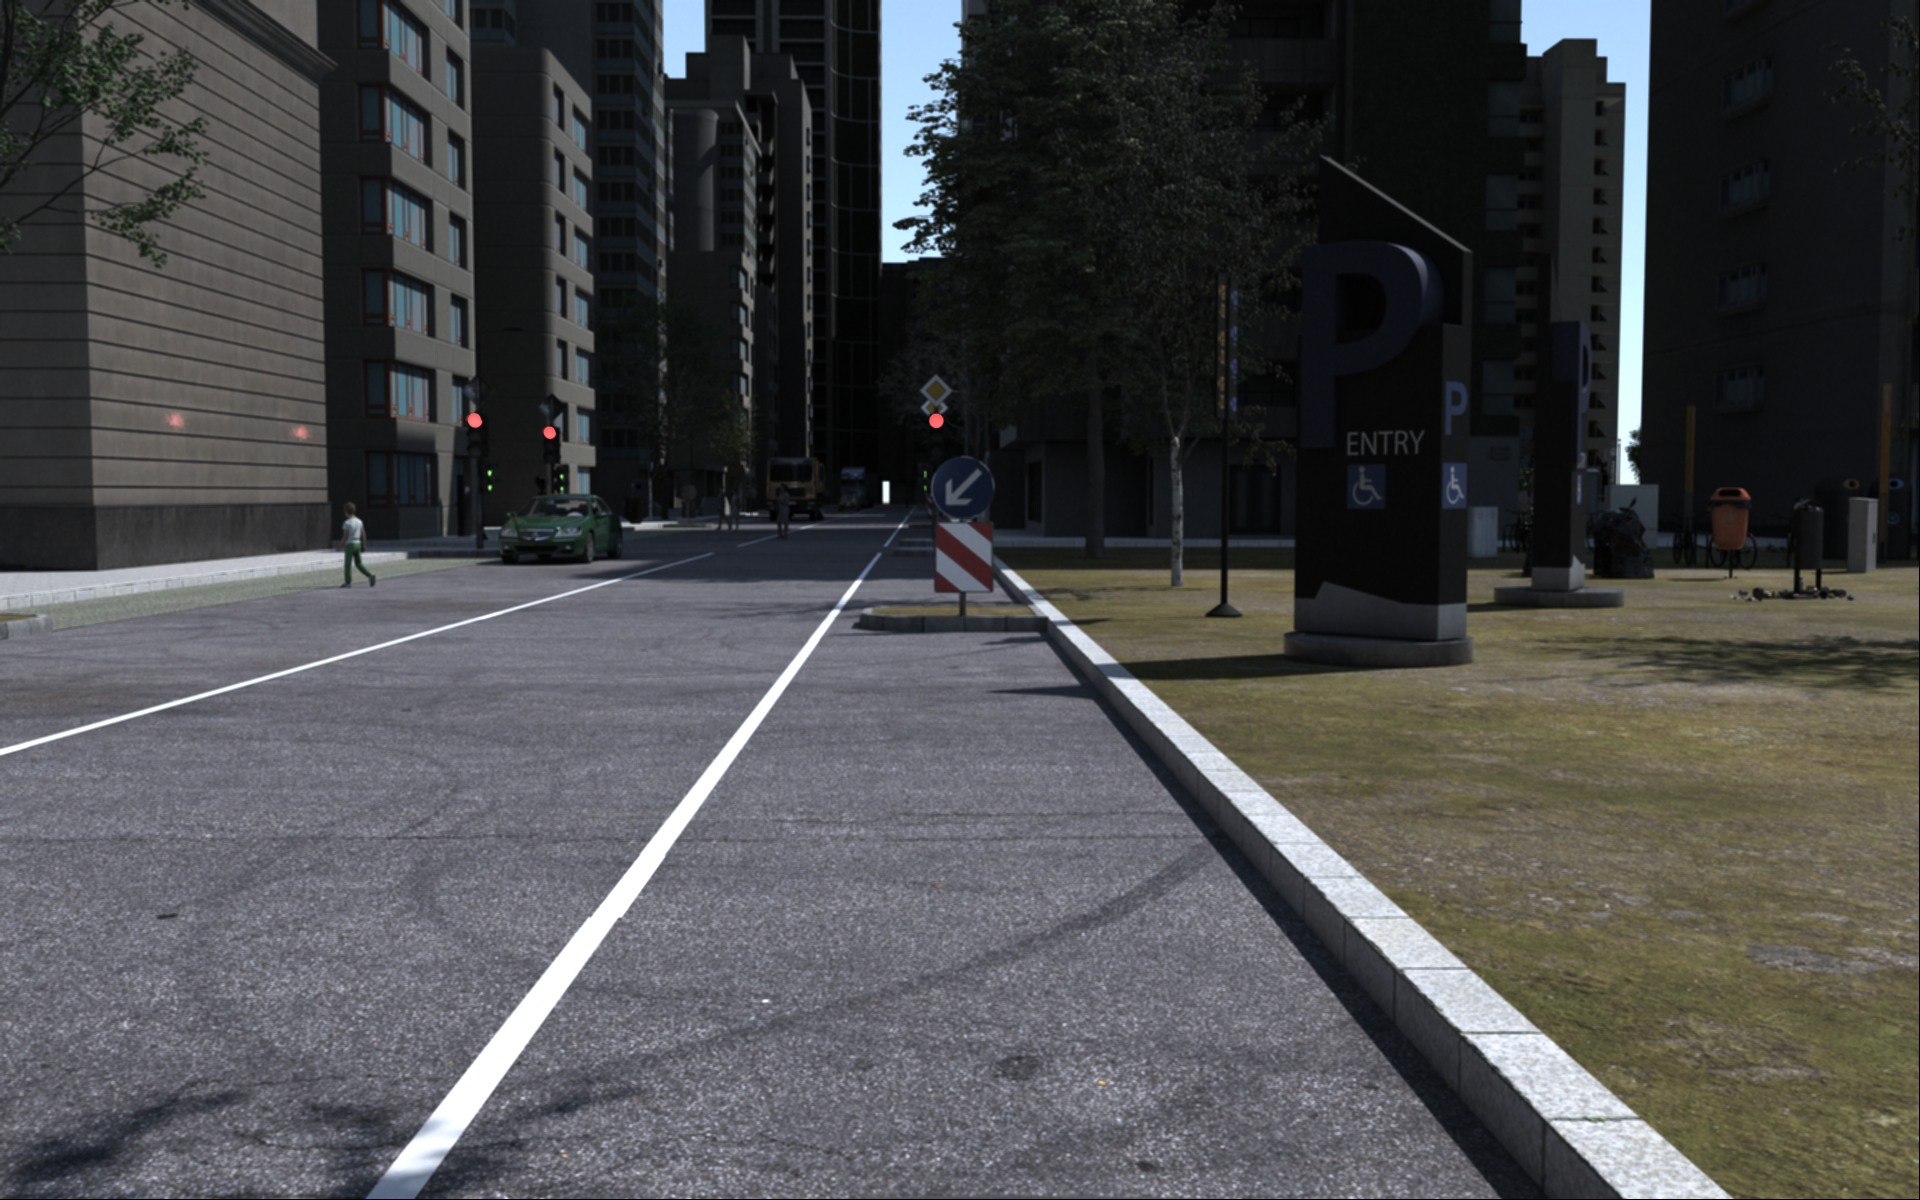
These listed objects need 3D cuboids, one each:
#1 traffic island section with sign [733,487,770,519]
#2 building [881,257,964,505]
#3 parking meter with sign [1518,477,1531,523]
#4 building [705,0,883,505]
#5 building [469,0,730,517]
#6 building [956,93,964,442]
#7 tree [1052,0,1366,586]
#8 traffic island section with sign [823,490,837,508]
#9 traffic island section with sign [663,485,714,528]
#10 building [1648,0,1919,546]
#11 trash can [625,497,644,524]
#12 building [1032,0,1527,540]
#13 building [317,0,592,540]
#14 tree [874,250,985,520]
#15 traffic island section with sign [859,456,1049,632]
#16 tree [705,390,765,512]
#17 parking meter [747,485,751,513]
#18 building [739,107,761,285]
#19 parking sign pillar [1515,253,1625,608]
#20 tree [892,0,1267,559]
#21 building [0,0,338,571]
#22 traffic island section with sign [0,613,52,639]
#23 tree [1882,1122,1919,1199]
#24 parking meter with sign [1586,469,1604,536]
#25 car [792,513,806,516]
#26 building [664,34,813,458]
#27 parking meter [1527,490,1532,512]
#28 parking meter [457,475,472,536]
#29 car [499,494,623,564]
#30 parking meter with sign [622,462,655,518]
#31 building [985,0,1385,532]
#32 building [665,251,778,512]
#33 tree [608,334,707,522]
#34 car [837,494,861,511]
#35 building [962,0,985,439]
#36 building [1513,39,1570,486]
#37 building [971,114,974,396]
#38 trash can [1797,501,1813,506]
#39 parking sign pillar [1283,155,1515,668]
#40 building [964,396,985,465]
[{"bbox_3d":[-12.124,-5.646,100.939,1.989,1.847,2.006,0,4,-1],"label":"traffic island section with sign"},{"bbox_3d":[-2.747,-27.057,214.077,14.107,30.474,14.160,0,4,-1],"label":"building"},{"bbox_3d":[25.092,-4.978,77.646,0.543,3.016,1.738,0,4,-5],"label":"parking meter with sign"},{"bbox_3d":[-20.154,-47.510,215.032,20.611,71.187,20.563,0,4,-1],"label":"building"},{"bbox_3d":[-30.867,-25.188,103.700,32.217,40.220,23.993,0,4,-1],"label":"building"},{"bbox_3d":[10.765,-34.532,184.210,23.786,49.044,30.456,0,4,-1],"label":"building"},{"bbox_3d":[3.085,-4.483,23.664,4.360,8.622,3.978,0,3,0],"label":"tree"},{"bbox_3d":[-13.684,-10.358,177.986,1.989,1.847,2.006,0,4,-1],"label":"traffic island section with sign"},{"bbox_3d":[-11.577,-3.998,73.989,1.989,1.847,2.006,0,4,-1],"label":"traffic island section with sign"},{"bbox_3d":[34.244,-26.367,54.803,21.600,48.544,21.300,0,4,-1],"label":"building"},{"bbox_3d":[-14.023,-3.865,74.848,0.748,1.137,0.748,0,3,0],"label":"trash can"},{"bbox_3d":[8.416,-17.256,53.833,14.107,30.474,14.160,0,4,-1],"label":"building"},{"bbox_3d":[-29.676,-13.240,61.514,27.650,21.520,28.899,0,4,-1],"label":"building"},{"bbox_3d":[0.893,-10.682,85.017,12.009,13.543,11.850,0,3,0],"label":"tree"},{"bbox_3d":[-0.089,-0.629,18.907,1.989,1.847,2.006,0,4,-1],"label":"traffic island section with sign"},{"bbox_3d":[-15.368,-10.387,120.194,4.737,8.622,4.395,0,3,0],"label":"tree"},{"bbox_3d":[-14.305,-6.823,117.272,0.255,1.863,0.399,0,4,-8],"label":"parking meter"},{"bbox_3d":[-32.100,-28.843,163.470,32.217,40.220,23.993,0,4,-1],"label":"building"},{"bbox_3d":[6.957,-1.929,20.015,1.447,3.967,1.447,2,4,27],"label":"parking sign pillar"},{"bbox_3d":[2.289,-7.102,34.245,7.486,12.596,7.792,0,3,0],"label":"tree"},{"bbox_3d":[-26.593,-14.451,33.541,25.104,27.353,12.463,0,4,-1],"label":"building"},{"bbox_3d":[-10.433,-0.543,17.503,1.989,1.847,2.006,0,4,-1],"label":"traffic island section with sign"},{"bbox_3d":[2.331,-4.705,2.690,9.928,11.665,9.643,0,3,0],"label":"tree"},{"bbox_3d":[19.170,-3.471,53.012,1.738,3.016,0.543,0,4,3],"label":"parking meter with sign"},{"bbox_3d":[-10.130,-6.081,111.223,2.131,1.459,4.920,0,4,-1],"label":"car"},{"bbox_3d":[-27.228,-34.519,188.083,21.600,48.544,21.300,0,4,-1],"label":"building"},{"bbox_3d":[28.889,-4.875,88.111,0.372,1.533,0.369,0,3,0],"label":"parking meter"},{"bbox_3d":[-15.028,-2.863,52.527,0.255,1.863,0.399,2,4,26],"label":"parking meter"},{"bbox_3d":[-8.496,-1.552,37.168,2.131,1.459,4.920,0,4,1],"label":"car"},{"bbox_3d":[-17.161,-5.881,92.416,1.738,3.016,0.543,-2,4,-30],"label":"parking meter with sign"},{"bbox_3d":[7.955,-18.201,69.292,14.160,30.474,14.107,0,4,-1],"label":"building"},{"bbox_3d":[-29.595,-17.899,137.689,27.650,21.520,28.899,0,4,-1],"label":"building"},{"bbox_3d":[-14.079,-7.922,79.889,4.360,8.622,3.978,0,3,0],"label":"tree"},{"bbox_3d":[-9.190,-8.176,143.896,2.015,1.641,3.980,0,4,-1],"label":"car"},{"bbox_3d":[13.807,-34.599,154.935,28.713,52.752,27.495,0,4,-1],"label":"building"},{"bbox_3d":[60.282,-34.618,189.704,21.600,48.544,21.300,0,4,-1],"label":"building"},{"bbox_3d":[7.783,-22.203,134.727,14.160,30.474,14.107,0,4,-1],"label":"building"},{"bbox_3d":[17.888,-1.500,36.183,0.748,1.137,0.748,0,3,0],"label":"trash can"},{"bbox_3d":[3.255,-1.523,13.380,1.447,3.967,1.447,-3,5,-44],"label":"parking sign pillar"},{"bbox_3d":[11.742,-48.554,106.533,22.319,86.520,31.000,0,4,-1],"label":"building"}]
